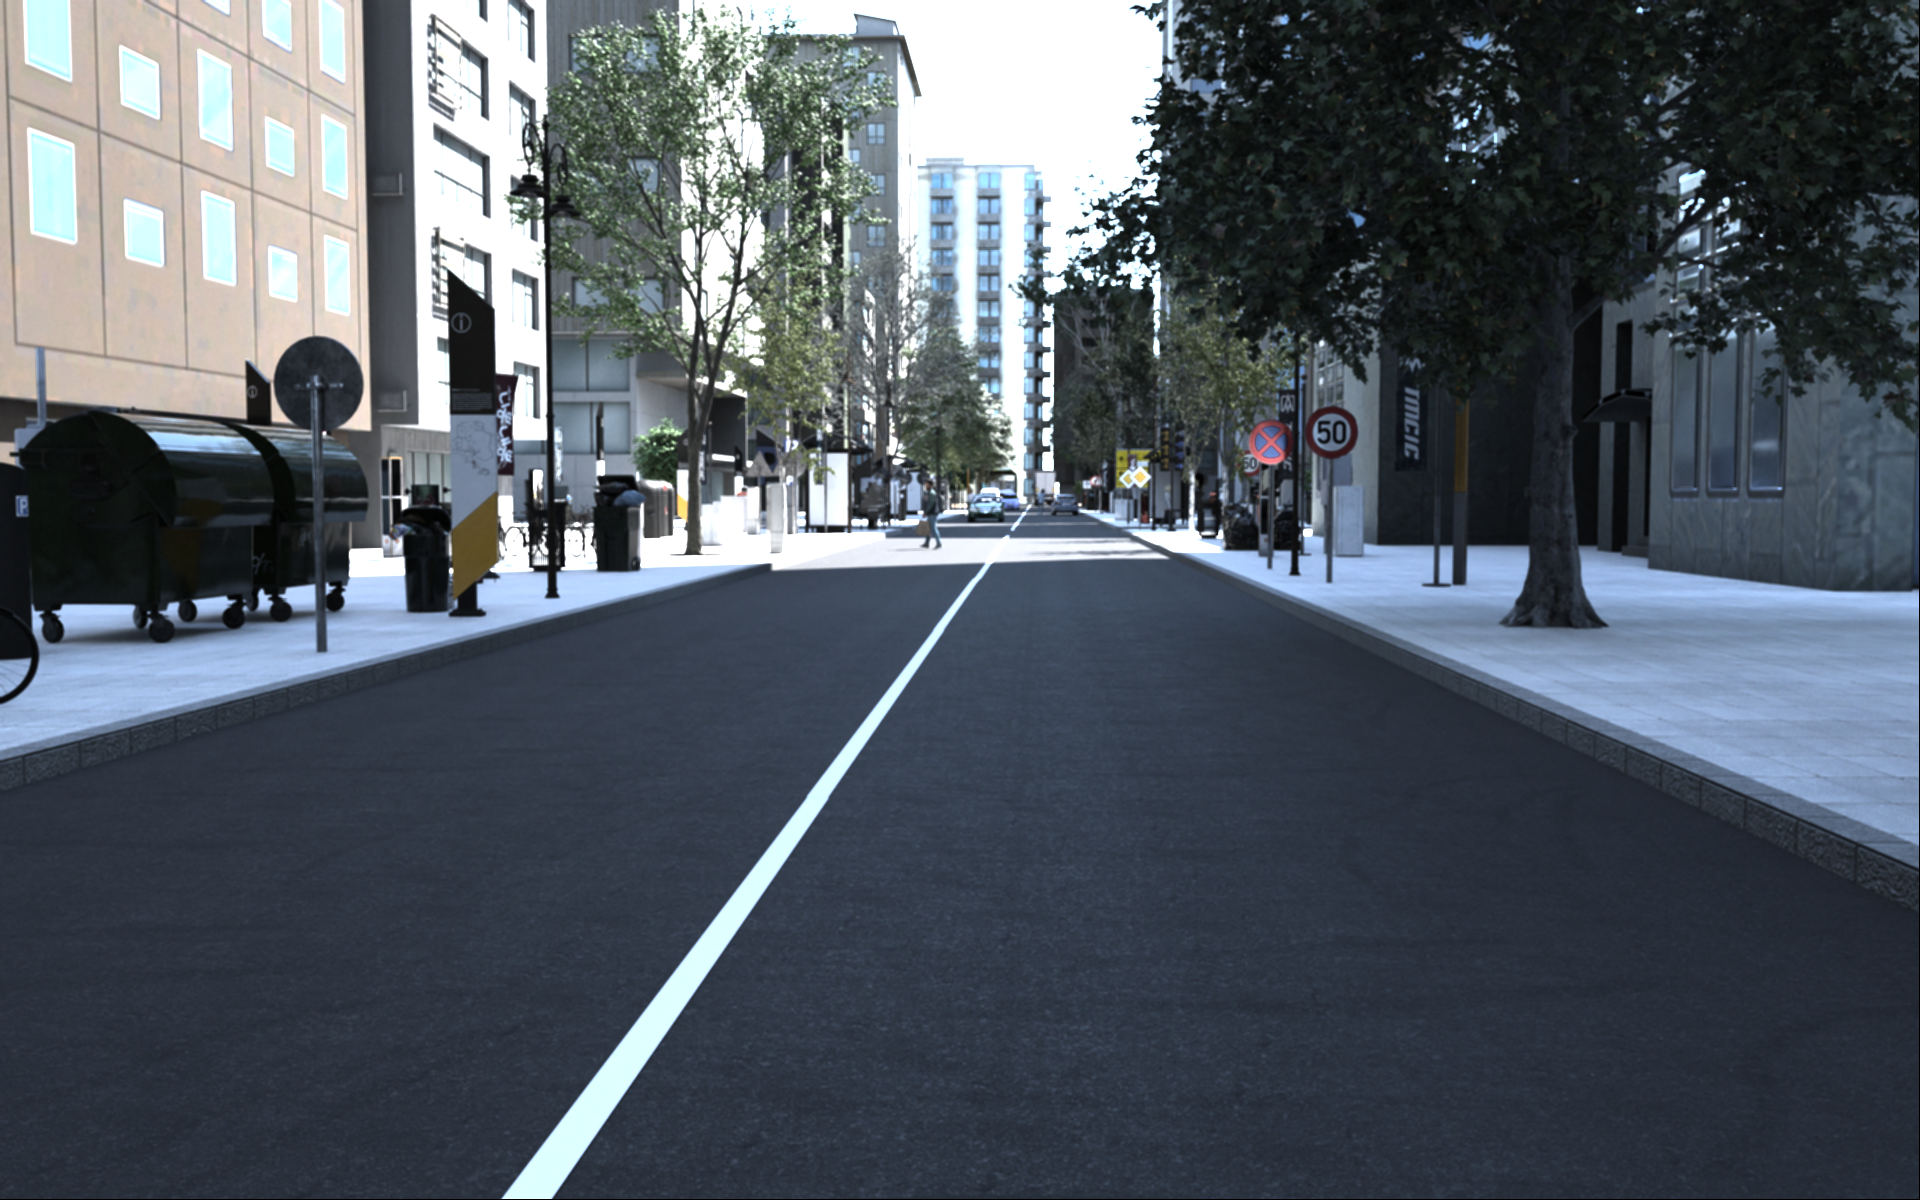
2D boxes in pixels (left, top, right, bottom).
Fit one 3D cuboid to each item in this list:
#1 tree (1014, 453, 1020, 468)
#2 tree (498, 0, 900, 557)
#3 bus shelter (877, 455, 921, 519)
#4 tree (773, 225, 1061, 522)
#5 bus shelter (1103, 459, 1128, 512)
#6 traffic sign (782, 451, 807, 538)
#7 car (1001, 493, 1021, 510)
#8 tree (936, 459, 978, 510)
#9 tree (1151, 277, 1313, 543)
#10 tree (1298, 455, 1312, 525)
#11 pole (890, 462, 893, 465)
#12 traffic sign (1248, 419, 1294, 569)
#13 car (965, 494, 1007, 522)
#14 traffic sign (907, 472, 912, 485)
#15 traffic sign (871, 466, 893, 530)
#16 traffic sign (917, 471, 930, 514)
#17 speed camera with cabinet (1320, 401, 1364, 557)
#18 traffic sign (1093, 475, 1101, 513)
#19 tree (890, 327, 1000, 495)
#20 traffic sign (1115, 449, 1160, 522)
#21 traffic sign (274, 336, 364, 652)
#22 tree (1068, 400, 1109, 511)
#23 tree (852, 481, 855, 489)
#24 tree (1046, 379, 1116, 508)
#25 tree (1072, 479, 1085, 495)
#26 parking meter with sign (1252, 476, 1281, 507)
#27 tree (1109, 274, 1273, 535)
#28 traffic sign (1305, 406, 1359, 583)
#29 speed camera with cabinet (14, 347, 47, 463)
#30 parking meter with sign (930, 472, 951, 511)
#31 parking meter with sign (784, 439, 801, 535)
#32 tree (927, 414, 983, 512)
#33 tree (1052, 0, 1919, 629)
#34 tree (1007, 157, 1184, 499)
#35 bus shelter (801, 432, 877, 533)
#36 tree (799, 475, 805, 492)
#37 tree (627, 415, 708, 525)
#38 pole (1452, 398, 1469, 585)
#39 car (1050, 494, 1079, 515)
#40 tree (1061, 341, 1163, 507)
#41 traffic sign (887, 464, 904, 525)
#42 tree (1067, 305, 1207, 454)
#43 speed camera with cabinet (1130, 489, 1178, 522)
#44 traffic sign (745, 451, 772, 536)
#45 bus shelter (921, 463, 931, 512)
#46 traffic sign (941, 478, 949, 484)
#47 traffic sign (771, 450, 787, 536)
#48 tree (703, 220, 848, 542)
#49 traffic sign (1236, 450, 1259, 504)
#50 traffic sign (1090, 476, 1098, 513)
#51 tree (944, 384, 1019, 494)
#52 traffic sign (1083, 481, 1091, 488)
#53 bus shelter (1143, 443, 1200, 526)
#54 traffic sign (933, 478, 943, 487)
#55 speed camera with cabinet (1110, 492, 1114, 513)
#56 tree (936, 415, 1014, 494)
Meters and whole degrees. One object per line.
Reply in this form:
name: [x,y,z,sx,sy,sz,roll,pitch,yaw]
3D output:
tree: [3.387,-17.325,217.667,8.767,10.594,7.601,0,4,2]
tree: [-5.357,-6.725,35.702,9.928,11.665,9.643,0,3,0]
bus shelter: [-3.388,-5.974,91.598,2.014,3.302,5.546,0,4,3]
tree: [-3.277,-10.280,78.448,12.009,13.543,11.850,0,3,0]
bus shelter: [10.785,-7.860,119.800,1.731,3.624,6.357,0,4,3]
traffic sign: [-4.859,-3.093,50.679,0.768,2.556,0.104,0,4,4]
car: [4.554,-9.037,157.349,1.945,1.707,3.694,0,4,1]
tree: [-0.084,-10.232,151.009,4.285,4.588,4.351,0,3,0]
tree: [7.169,-5.792,45.056,4.737,8.622,4.395,0,3,0]
tree: [14.983,-4.727,71.883,1.663,3.219,1.824,0,3,0]
pole: [-4.207,-6.897,106.614,0.158,3.312,0.155,0,3,0]
traffic sign: [5.326,-1.810,29.699,0.768,2.556,0.104,1,4,9]
car: [1.368,-4.771,89.800,2.131,1.459,4.920,0,4,3]
traffic sign: [-3.037,-5.881,96.262,0.768,2.556,0.104,0,4,4]
traffic sign: [-2.780,-3.573,62.055,0.795,2.450,0.064,0,4,3]
traffic sign: [-2.044,-5.922,96.934,0.768,2.556,0.104,0,4,7]
speed camera with cabinet: [8.015,-2.567,36.302,0.660,3.252,2.038,0,4,2]
traffic sign: [9.303,-7.061,115.456,0.884,2.594,0.081,1,4,12]
tree: [-1.208,-12.105,116.046,7.486,12.596,7.792,0,3,0]
traffic sign: [8.203,-5.196,78.834,2.265,3.308,0.079,0,4,4]
traffic sign: [-5.188,-0.850,14.004,0.768,2.556,0.104,0,4,8]
tree: [10.168,-10.905,128.657,4.360,8.622,3.978,0,3,0]
tree: [-7.170,-6.841,106.455,1.663,3.219,1.824,0,3,0]
tree: [11.337,-14.077,155.918,9.928,11.665,9.643,0,3,0]
tree: [15.344,-13.875,221.450,1.663,3.219,1.824,0,3,0]
parking meter with sign: [13.033,-4.818,75.038,1.738,3.016,0.543,1,4,18]
tree: [7.552,-6.380,54.668,4.360,8.622,3.978,0,3,0]
traffic sign: [5.353,-1.524,25.029,0.768,2.556,0.104,0,4,4]
speed camera with cabinet: [-12.857,-1.746,22.880,2.038,3.252,0.660,-2,4,-33]
parking meter with sign: [-1.622,-8.679,138.163,1.738,3.016,0.543,0,4,7]
parking meter with sign: [-5.332,-3.558,54.430,0.543,3.016,1.738,0,4,-1]
tree: [-0.632,-10.651,124.512,4.737,8.622,4.395,0,3,0]
tree: [5.685,-6.092,16.608,9.611,12.733,9.660,0,3,0]
tree: [8.049,-14.963,100.542,12.611,20.169,13.585,0,3,0]
bus shelter: [-4.197,-3.986,59.092,2.014,3.302,5.546,0,4,3]
tree: [-7.844,-5.979,92.354,1.663,3.219,1.824,0,3,0]
tree: [-12.287,-5.420,72.326,4.285,4.588,4.351,0,3,0]
pole: [7.065,-1.869,24.400,0.158,3.312,0.155,0,3,0]
car: [7.144,-6.498,118.247,2.014,1.417,4.499,0,4,1]
tree: [11.229,-13.819,136.303,12.009,13.543,11.850,0,3,0]
traffic sign: [-2.729,-4.441,72.721,0.768,2.556,0.104,0,4,4]
tree: [8.755,-9.278,86.100,7.601,10.594,8.767,-2,4,-25]
speed camera with cabinet: [9.054,-5.244,80.078,2.038,3.252,0.660,0,4,-3]
traffic sign: [-6.067,-3.204,52.386,0.884,2.594,0.081,0,4,7]
bus shelter: [-2.976,-6.982,108.087,2.014,3.302,5.546,0,4,3]
traffic sign: [-1.244,-8.364,136.865,0.768,2.556,0.104,1,4,9]
traffic sign: [-5.189,-3.150,51.506,0.884,2.594,0.081,1,4,12]
tree: [-4.800,-5.865,46.249,4.737,8.622,4.395,0,3,0]
traffic sign: [8.351,-3.055,50.052,0.768,2.556,0.104,0,4,8]
traffic sign: [9.321,-7.272,119.007,0.768,2.556,0.104,0,4,4]
tree: [2.295,-17.512,192.974,9.857,13.997,8.962,0,3,0]
traffic sign: [9.633,-7.906,131.393,0.606,2.300,0.079,0,4,7]
bus shelter: [8.685,-4.731,71.275,2.014,3.302,5.546,0,4,3]
traffic sign: [-1.687,-7.857,128.466,0.884,2.594,0.081,1,4,11]
speed camera with cabinet: [11.046,-7.403,115.379,2.038,3.252,0.660,0,4,-4]
tree: [0.728,-14.906,178.118,7.601,10.594,8.767,1,4,12]
